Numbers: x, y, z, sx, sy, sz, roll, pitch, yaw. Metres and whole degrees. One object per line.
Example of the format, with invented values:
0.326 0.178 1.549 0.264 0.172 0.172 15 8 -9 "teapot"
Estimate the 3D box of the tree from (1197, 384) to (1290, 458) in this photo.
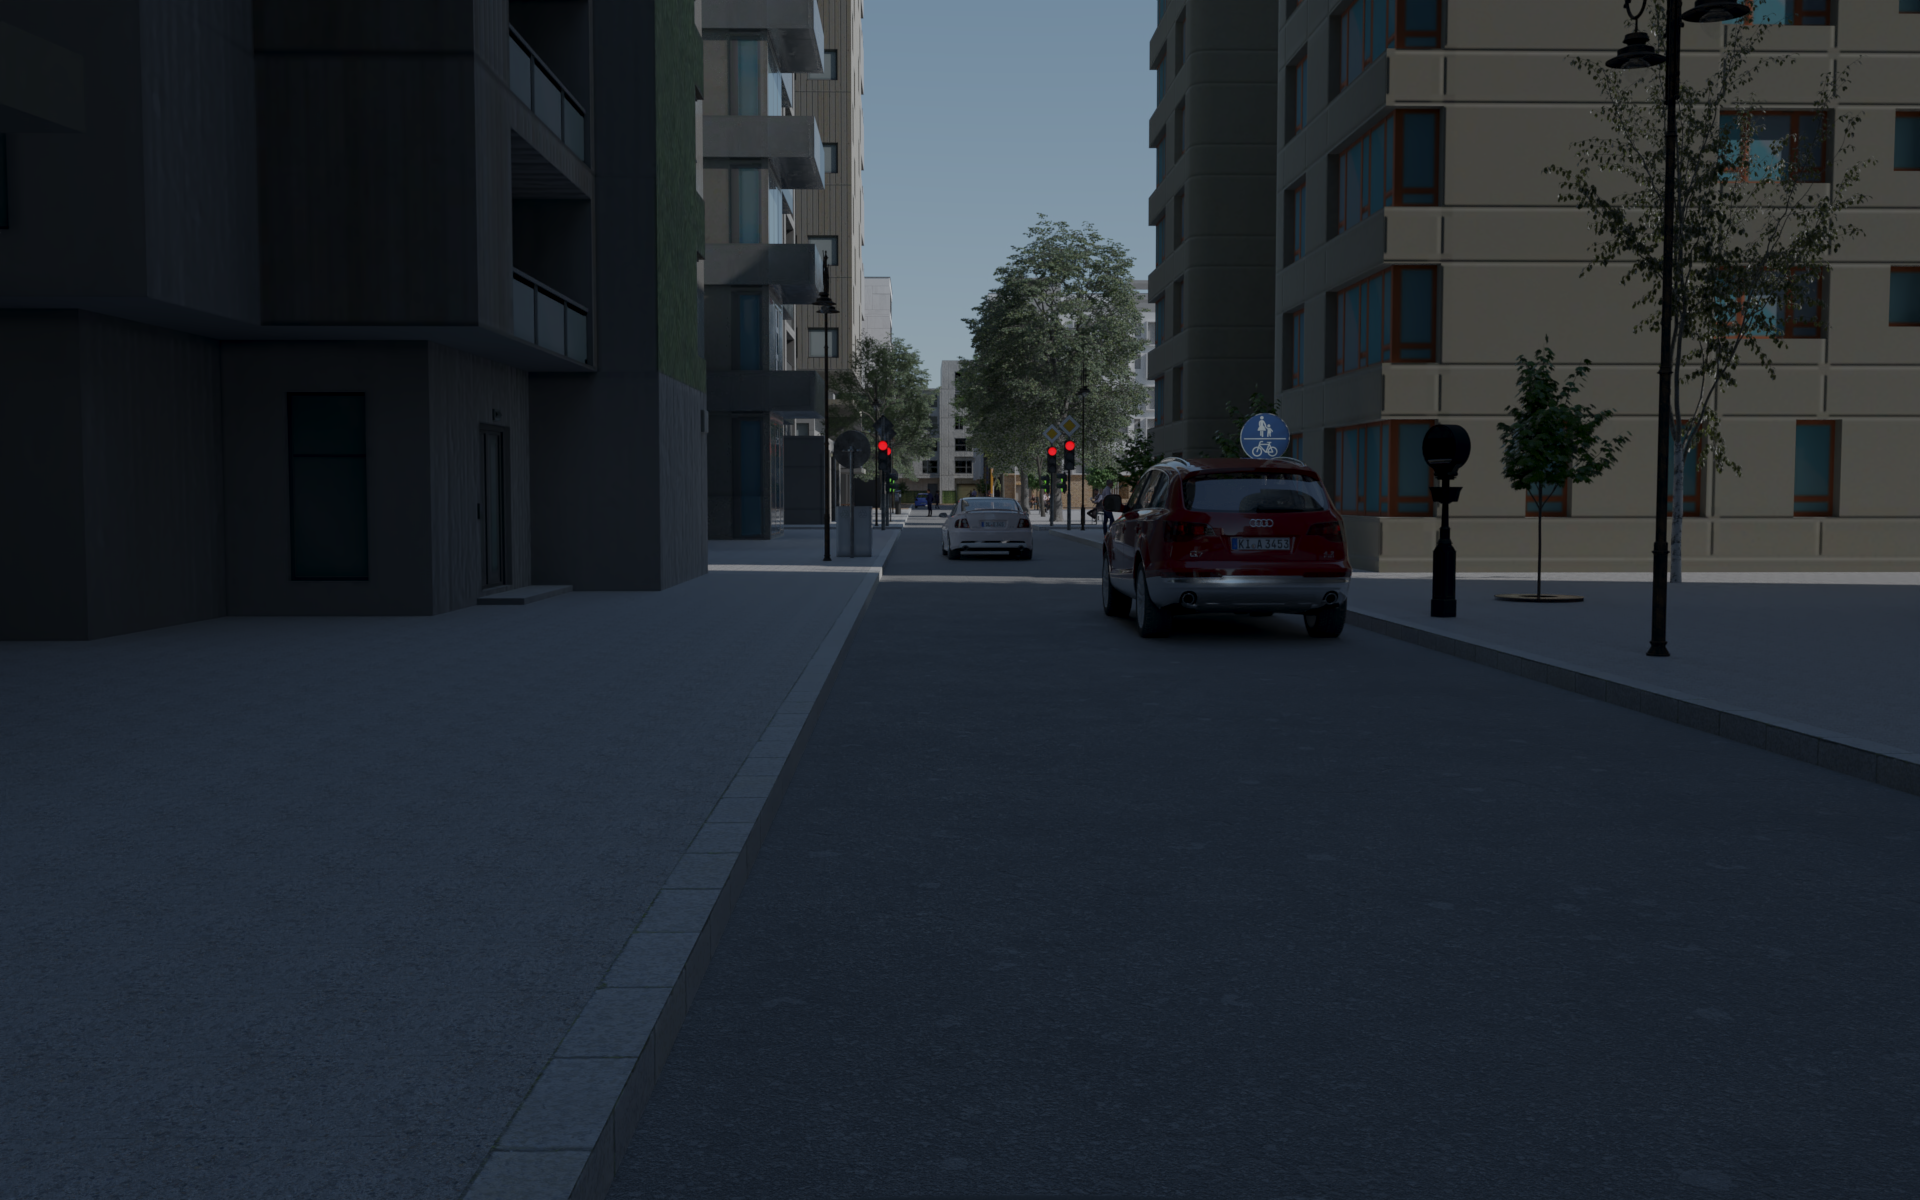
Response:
5.199 -2.163 29.970 1.663 3.219 1.824 0 3 0 "tree"

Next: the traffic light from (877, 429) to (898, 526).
-2.887 -4.904 69.104 0.839 4.253 0.868 0 4 -1 "traffic light"

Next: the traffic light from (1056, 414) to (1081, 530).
3.844 -4.426 61.294 0.839 4.253 0.868 0 4 -1 "traffic light"

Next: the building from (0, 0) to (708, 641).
-10.928 -20.561 19.766 14.154 41.232 14.086 0 4 -1 "building"

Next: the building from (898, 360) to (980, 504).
-2.575 -22.673 237.166 31.486 18.905 16.747 0 4 -1 "building"

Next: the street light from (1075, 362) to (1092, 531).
4.323 -5.383 60.793 0.468 5.910 1.993 0 4 -1 "street light"

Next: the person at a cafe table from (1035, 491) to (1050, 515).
5.703 -6.132 108.780 1.622 1.524 1.698 0 4 8 "person at a cafe table"

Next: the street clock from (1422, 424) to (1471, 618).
5.046 -0.822 18.016 0.358 2.002 0.471 -2 4 -30 "street clock"

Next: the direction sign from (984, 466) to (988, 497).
2.099 -8.998 139.117 0.379 3.537 0.876 -1 4 -20 "direction sign"

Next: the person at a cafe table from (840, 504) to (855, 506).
-6.839 -5.267 94.635 1.698 1.524 1.622 -2 4 -24 "person at a cafe table"

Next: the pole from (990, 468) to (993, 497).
2.404 -8.413 131.399 0.158 3.312 0.155 0 3 0 "pole"

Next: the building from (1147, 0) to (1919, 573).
20.306 -12.067 42.329 27.650 21.520 28.899 0 4 -1 "building"

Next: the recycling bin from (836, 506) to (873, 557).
-2.170 -1.412 35.639 0.722 1.027 0.722 0 4 -1 "recycling bin"

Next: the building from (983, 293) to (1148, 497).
16.424 -21.313 192.437 27.936 21.610 32.646 0 4 -1 "building"

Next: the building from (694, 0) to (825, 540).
-19.234 -26.125 46.755 30.456 49.044 23.786 0 4 -1 "building"

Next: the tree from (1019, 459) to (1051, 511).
6.065 -9.250 134.957 4.285 4.588 4.351 0 3 0 "tree"

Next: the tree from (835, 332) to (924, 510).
-6.052 -14.140 137.836 9.857 13.997 8.962 0 3 0 "tree"

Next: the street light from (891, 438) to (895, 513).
-4.516 -8.775 116.266 0.468 5.910 1.993 0 4 -1 "street light"

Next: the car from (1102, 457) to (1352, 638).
2.756 -0.619 18.800 2.281 1.827 5.304 0 4 -2 "car"

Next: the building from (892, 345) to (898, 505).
-23.716 -21.069 210.939 31.486 18.905 16.747 0 4 -1 "building"

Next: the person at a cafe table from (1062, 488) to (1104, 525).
5.448 -3.932 72.803 1.622 1.524 1.698 -2 4 -24 "person at a cafe table"

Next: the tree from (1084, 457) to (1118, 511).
11.077 -9.196 134.064 4.285 4.588 4.351 0 3 0 "tree"

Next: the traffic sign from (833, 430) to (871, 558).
-2.166 -2.114 34.663 0.768 2.556 0.104 0 4 8 "traffic sign"

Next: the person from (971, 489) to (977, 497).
1.398 -10.377 175.573 0.709 1.838 0.599 -2 4 -26 "person"

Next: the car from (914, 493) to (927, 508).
-3.690 -10.101 174.740 1.945 1.707 3.694 0 3 0 "car"

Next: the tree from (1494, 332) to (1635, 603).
6.917 -1.597 20.706 1.663 3.219 1.824 0 3 0 "tree"

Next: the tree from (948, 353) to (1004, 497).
2.831 -11.966 121.405 9.928 11.665 9.643 0 3 0 "tree"

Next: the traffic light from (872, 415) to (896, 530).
-2.695 -4.416 61.121 0.839 4.253 0.868 0 4 -1 "traffic light"

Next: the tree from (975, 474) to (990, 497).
2.126 -10.401 164.659 1.663 3.219 1.824 0 3 0 "tree"

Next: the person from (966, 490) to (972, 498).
1.284 -11.997 202.903 1.217 1.735 0.721 0 4 -4 "person"

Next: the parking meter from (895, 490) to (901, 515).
-3.857 -6.079 107.808 0.372 1.533 0.369 0 3 0 "parking meter"

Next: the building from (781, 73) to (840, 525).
-16.120 -39.276 80.421 20.563 71.187 20.611 0 4 -1 "building"

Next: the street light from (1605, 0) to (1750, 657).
5.538 -2.494 13.560 0.468 5.910 1.993 0 4 -1 "street light"

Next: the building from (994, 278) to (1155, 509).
11.085 -18.399 157.249 16.016 20.091 11.380 0 4 -1 "building"

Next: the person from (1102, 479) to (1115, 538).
4.335 -2.642 50.182 0.436 1.711 0.756 0 4 3 "person"

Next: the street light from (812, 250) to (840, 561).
-2.545 -3.685 33.035 0.468 5.910 1.993 0 4 -1 "street light"

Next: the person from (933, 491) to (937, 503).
-2.972 -12.831 217.913 0.705 1.869 1.348 2 4 26 "person"

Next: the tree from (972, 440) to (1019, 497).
2.998 -11.910 145.084 4.737 8.622 4.395 0 3 0 "tree"

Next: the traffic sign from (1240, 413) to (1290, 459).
4.795 -1.664 27.313 0.768 2.556 0.104 0 4 5 "traffic sign"

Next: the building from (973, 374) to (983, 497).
9.700 -21.889 214.301 16.016 20.091 11.380 0 4 -1 "building"

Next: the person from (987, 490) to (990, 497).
2.533 -8.837 152.002 0.593 1.643 0.415 -1 4 -12 "person"

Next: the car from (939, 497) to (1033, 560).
0.580 -1.640 39.168 2.083 1.381 4.827 0 4 -3 "car"

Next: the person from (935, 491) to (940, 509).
-2.174 -9.781 169.344 0.530 1.710 0.541 0 4 4 "person"

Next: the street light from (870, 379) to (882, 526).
-3.350 -5.905 69.336 0.468 5.910 1.993 0 4 -1 "street light"

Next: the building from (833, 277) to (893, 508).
-20.441 -19.357 160.455 27.936 21.610 32.646 0 4 -1 "building"

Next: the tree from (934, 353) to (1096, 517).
4.463 -9.969 97.403 8.767 10.594 7.601 -3 5 -42 "tree"

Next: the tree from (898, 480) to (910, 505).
-6.945 -13.374 213.265 1.663 3.219 1.824 0 3 0 "tree"

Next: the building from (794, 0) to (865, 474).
-20.083 -32.113 114.279 28.713 52.752 27.495 0 4 -1 "building"

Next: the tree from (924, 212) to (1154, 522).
4.567 -10.609 80.112 9.857 13.997 8.962 0 3 0 "tree"

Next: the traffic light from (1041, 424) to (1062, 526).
3.652 -4.915 69.277 0.839 4.253 0.868 0 4 -1 "traffic light"

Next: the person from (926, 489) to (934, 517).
-1.971 -6.076 108.552 0.504 1.737 0.576 1 4 22 "person"

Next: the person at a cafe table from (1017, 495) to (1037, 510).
5.577 -7.819 138.698 1.698 1.238 1.726 3 5 43 "person at a cafe table"

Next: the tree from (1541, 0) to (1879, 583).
10.584 -4.548 24.727 4.360 8.622 3.978 0 3 0 "tree"

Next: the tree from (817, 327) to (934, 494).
-4.619 -9.984 97.647 7.601 10.594 8.767 0 4 1 "tree"

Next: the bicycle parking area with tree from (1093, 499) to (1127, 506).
14.382 -8.422 124.698 9.016 4.147 8.231 0 4 -3 "bicycle parking area with tree"

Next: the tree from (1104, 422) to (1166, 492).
4.684 -3.166 46.372 1.663 3.219 1.824 0 3 0 "tree"

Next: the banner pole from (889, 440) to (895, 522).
-3.169 -5.482 79.645 0.401 3.779 0.863 0 4 4 "banner pole"

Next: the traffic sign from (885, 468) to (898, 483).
-3.369 -5.123 83.873 0.768 2.556 0.104 0 4 4 "traffic sign"
